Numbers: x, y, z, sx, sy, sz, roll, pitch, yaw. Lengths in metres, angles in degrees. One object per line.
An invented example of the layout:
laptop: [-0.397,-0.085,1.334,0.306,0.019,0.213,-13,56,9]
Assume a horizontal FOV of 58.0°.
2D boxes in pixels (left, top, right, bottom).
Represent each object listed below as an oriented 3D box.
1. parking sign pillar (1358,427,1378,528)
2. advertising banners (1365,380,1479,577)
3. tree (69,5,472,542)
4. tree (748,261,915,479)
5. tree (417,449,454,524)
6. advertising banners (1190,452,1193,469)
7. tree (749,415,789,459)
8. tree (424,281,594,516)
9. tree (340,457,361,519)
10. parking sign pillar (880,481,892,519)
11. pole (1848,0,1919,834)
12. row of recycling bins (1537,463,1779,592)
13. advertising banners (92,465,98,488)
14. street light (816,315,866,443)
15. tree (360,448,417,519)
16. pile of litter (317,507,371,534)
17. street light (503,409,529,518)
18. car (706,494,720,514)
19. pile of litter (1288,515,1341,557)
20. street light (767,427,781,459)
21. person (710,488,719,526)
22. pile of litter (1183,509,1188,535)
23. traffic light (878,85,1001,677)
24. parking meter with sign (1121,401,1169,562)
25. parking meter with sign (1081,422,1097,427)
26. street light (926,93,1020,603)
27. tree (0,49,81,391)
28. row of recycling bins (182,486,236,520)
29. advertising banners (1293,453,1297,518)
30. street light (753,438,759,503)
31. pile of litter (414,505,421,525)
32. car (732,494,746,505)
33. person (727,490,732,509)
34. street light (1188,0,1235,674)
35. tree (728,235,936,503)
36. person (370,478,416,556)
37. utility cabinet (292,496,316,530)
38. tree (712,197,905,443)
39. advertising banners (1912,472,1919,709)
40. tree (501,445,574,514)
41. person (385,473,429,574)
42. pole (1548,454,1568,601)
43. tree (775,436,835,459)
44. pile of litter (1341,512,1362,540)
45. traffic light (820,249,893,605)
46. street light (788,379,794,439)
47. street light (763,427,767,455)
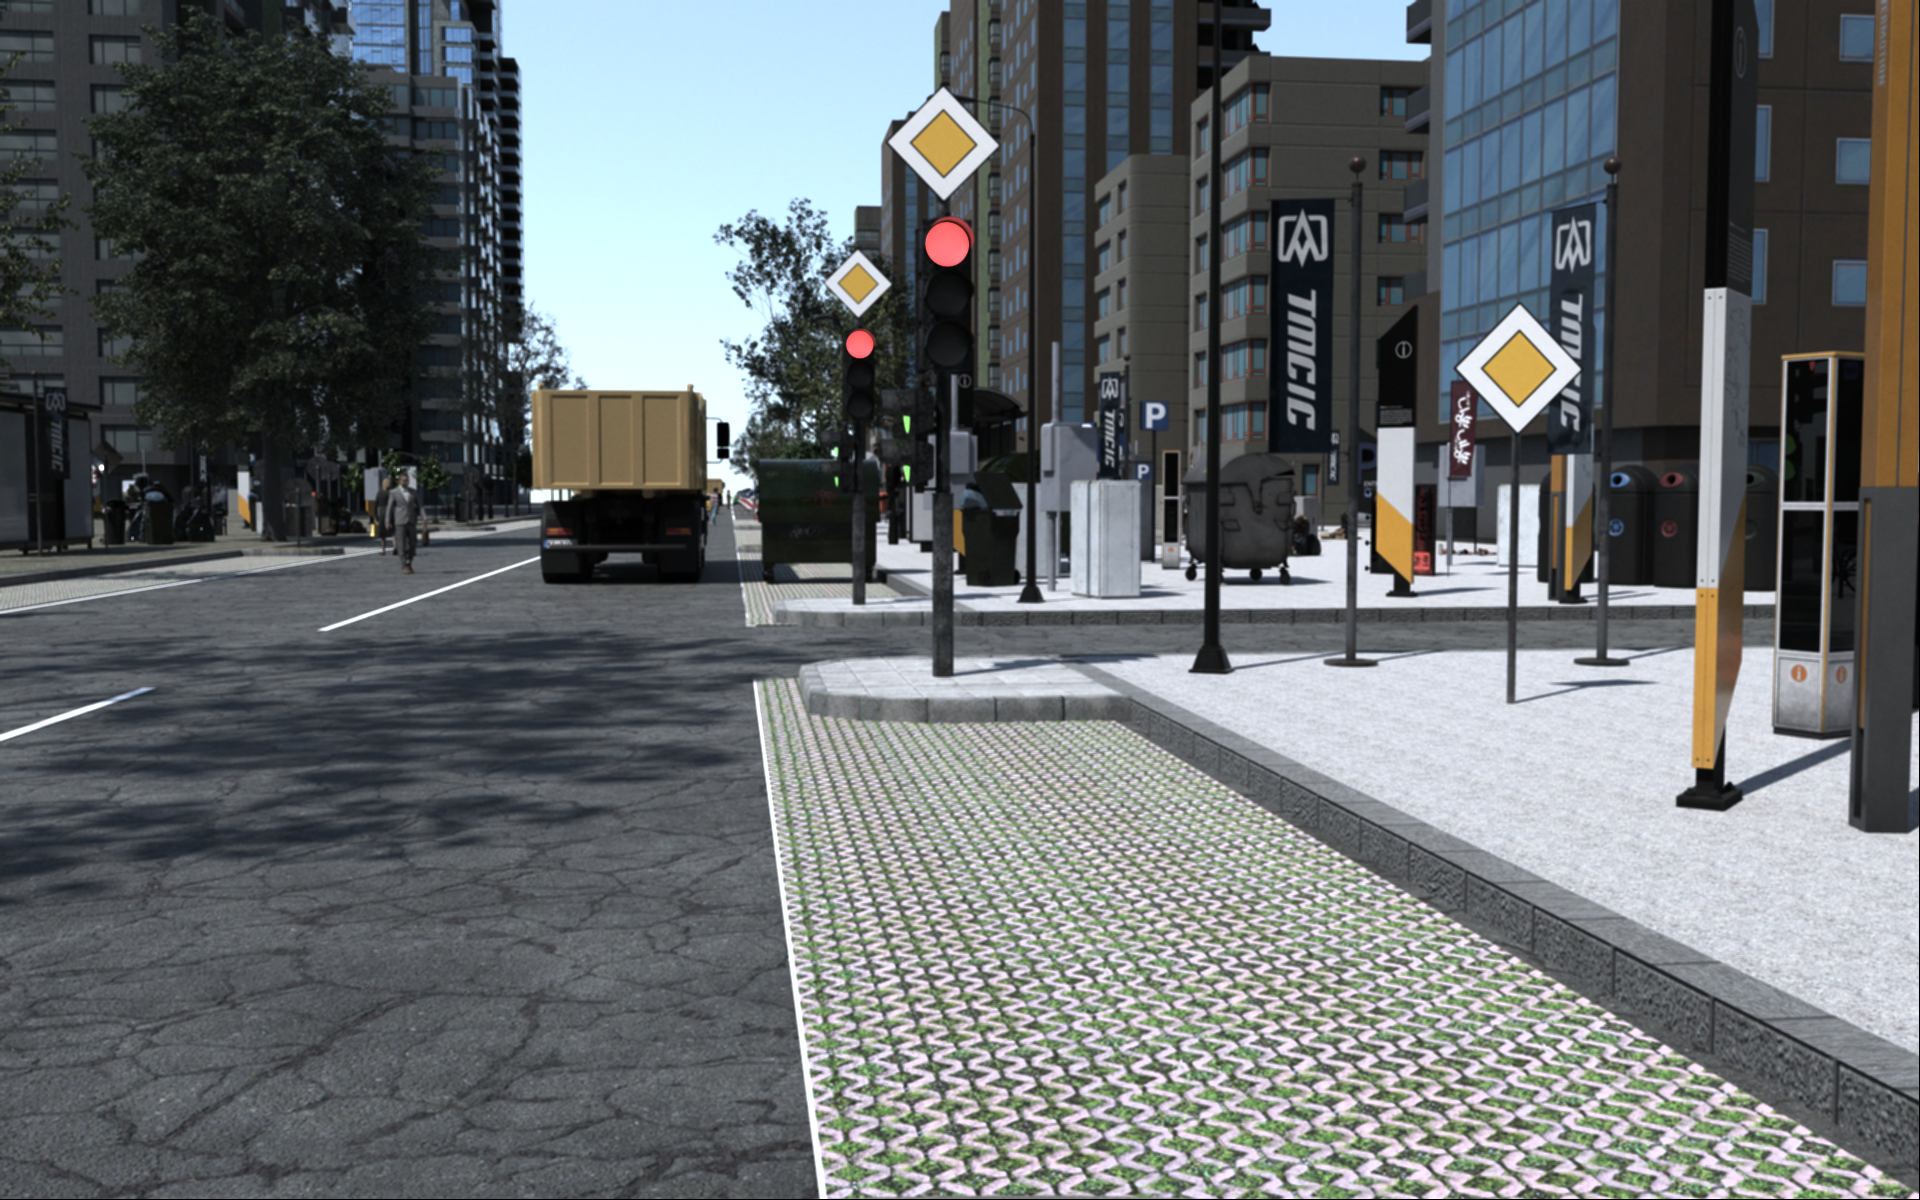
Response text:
parking sign pillar: [15.473,-4.707,65.434,1.447,3.967,1.447,1,4,18]
advertising banners: [7.244,-1.895,27.177,0.090,3.025,2.074,-3,5,-39]
tree: [-18.466,-8.553,46.492,9.857,13.997,8.962,0,3,0]
tree: [-3.505,-6.328,53.829,4.737,8.622,4.395,0,3,0]
tree: [-22.456,-4.864,74.134,1.663,3.219,1.824,0,3,0]
advertising banners: [9.770,-4.626,71.828,0.090,3.025,2.074,0,4,-5]
tree: [-16.919,-12.591,156.229,4.360,8.622,3.978,0,3,0]
tree: [-26.086,-11.645,100.767,12.009,13.543,11.850,0,3,0]
tree: [-31.651,-5.871,90.593,1.663,3.219,1.824,0,3,0]
parking sign pillar: [-3.505,-6.148,88.990,1.447,3.967,1.447,0,4,5]
pole: [3.512,-0.776,6.526,0.158,3.312,0.155,0,3,0]
row of recycling bins: [9.711,-1.045,24.195,1.069,1.692,3.534,-3,5,-39]
advertising banners: [-37.219,-4.716,73.287,2.074,3.025,0.090,1,4,19]
street light: [-3.040,-4.437,45.078,1.470,5.913,1.316,0,4,-8]
tree: [-21.692,-4.348,65.694,1.663,3.219,1.824,0,3,0]
pile of litter: [-20.042,-2.583,56.202,1.719,0.858,1.176,-1,4,-13]
street light: [-24.106,-7.433,94.067,1.470,5.913,1.316,0,4,-8]
car: [-18.268,-6.999,124.652,2.015,1.641,3.980,0,4,-7]
pile of litter: [6.821,-1.348,36.006,1.719,0.858,1.176,-2,4,-32]
street light: [-9.649,-7.471,94.687,1.470,5.913,1.316,0,4,-8]
person: [-11.179,-4.248,78.792,0.643,1.720,0.563,-3,5,-39]
pile of litter: [7.226,-2.467,54.294,1.176,0.858,1.719,-1,4,-20]
traffic light: [-0.138,-1.417,12.086,0.839,4.253,0.868,0,4,-8]
parking meter with sign: [3.423,-2.269,33.353,0.543,3.016,1.738,-1,4,-16]
parking meter with sign: [2.460,-2.785,41.803,1.738,3.016,0.543,-3,4,-36]
street light: [0.306,-2.920,20.282,1.470,5.913,1.316,0,4,-8]
tree: [-16.036,-4.684,26.947,4.737,8.622,4.395,0,3,0]
row of recycling bins: [-36.863,-4.848,86.371,3.534,1.692,1.069,-2,4,-27]
advertising banners: [12.481,-4.183,64.581,0.090,3.025,2.074,1,4,15]
street light: [-16.319,-10.532,144.737,1.470,5.913,1.316,0,4,-8]
pile of litter: [-22.968,-3.543,71.886,1.176,0.858,1.719,-1,4,-13]
car: [-27.194,-12.584,214.540,1.959,1.807,4.718,-1,4,-9]
person: [-21.878,-9.513,164.044,0.705,1.824,1.348,1,4,11]
street light: [1.280,-2.429,12.261,1.470,5.913,1.316,0,4,-8]
tree: [-4.218,-7.887,63.371,8.767,10.594,7.601,1,4,14]
person: [-13.238,-1.935,40.359,0.699,1.804,1.509,-2,4,-33]
utility cabinet: [-23.500,-3.111,62.019,0.306,1.237,1.020,1,4,14]
tree: [-9.256,-15.466,108.755,12.611,20.169,13.585,0,3,0]
advertising banners: [6.289,-0.851,10.108,2.074,3.025,0.090,1,4,15]
tree: [-28.175,-7.941,113.556,4.285,4.588,4.351,0,3,0]
person: [-9.942,-1.377,31.137,0.709,1.813,0.853,-3,4,-38]
pole: [7.209,-1.648,20.793,0.158,3.312,0.155,0,3,0]
tree: [-7.848,-6.420,88.682,4.285,4.588,4.351,0,3,0]
pile of litter: [10.847,-2.167,49.395,1.176,0.858,1.719,1,4,10]
traffic light: [-1.192,-1.901,20.001,0.839,4.253,0.868,0,4,-8]
street light: [-6.320,-5.949,69.812,1.470,5.913,1.316,0,4,-8]
street light: [-12.939,-9.020,120.016,1.470,5.913,1.316,0,4,-8]
